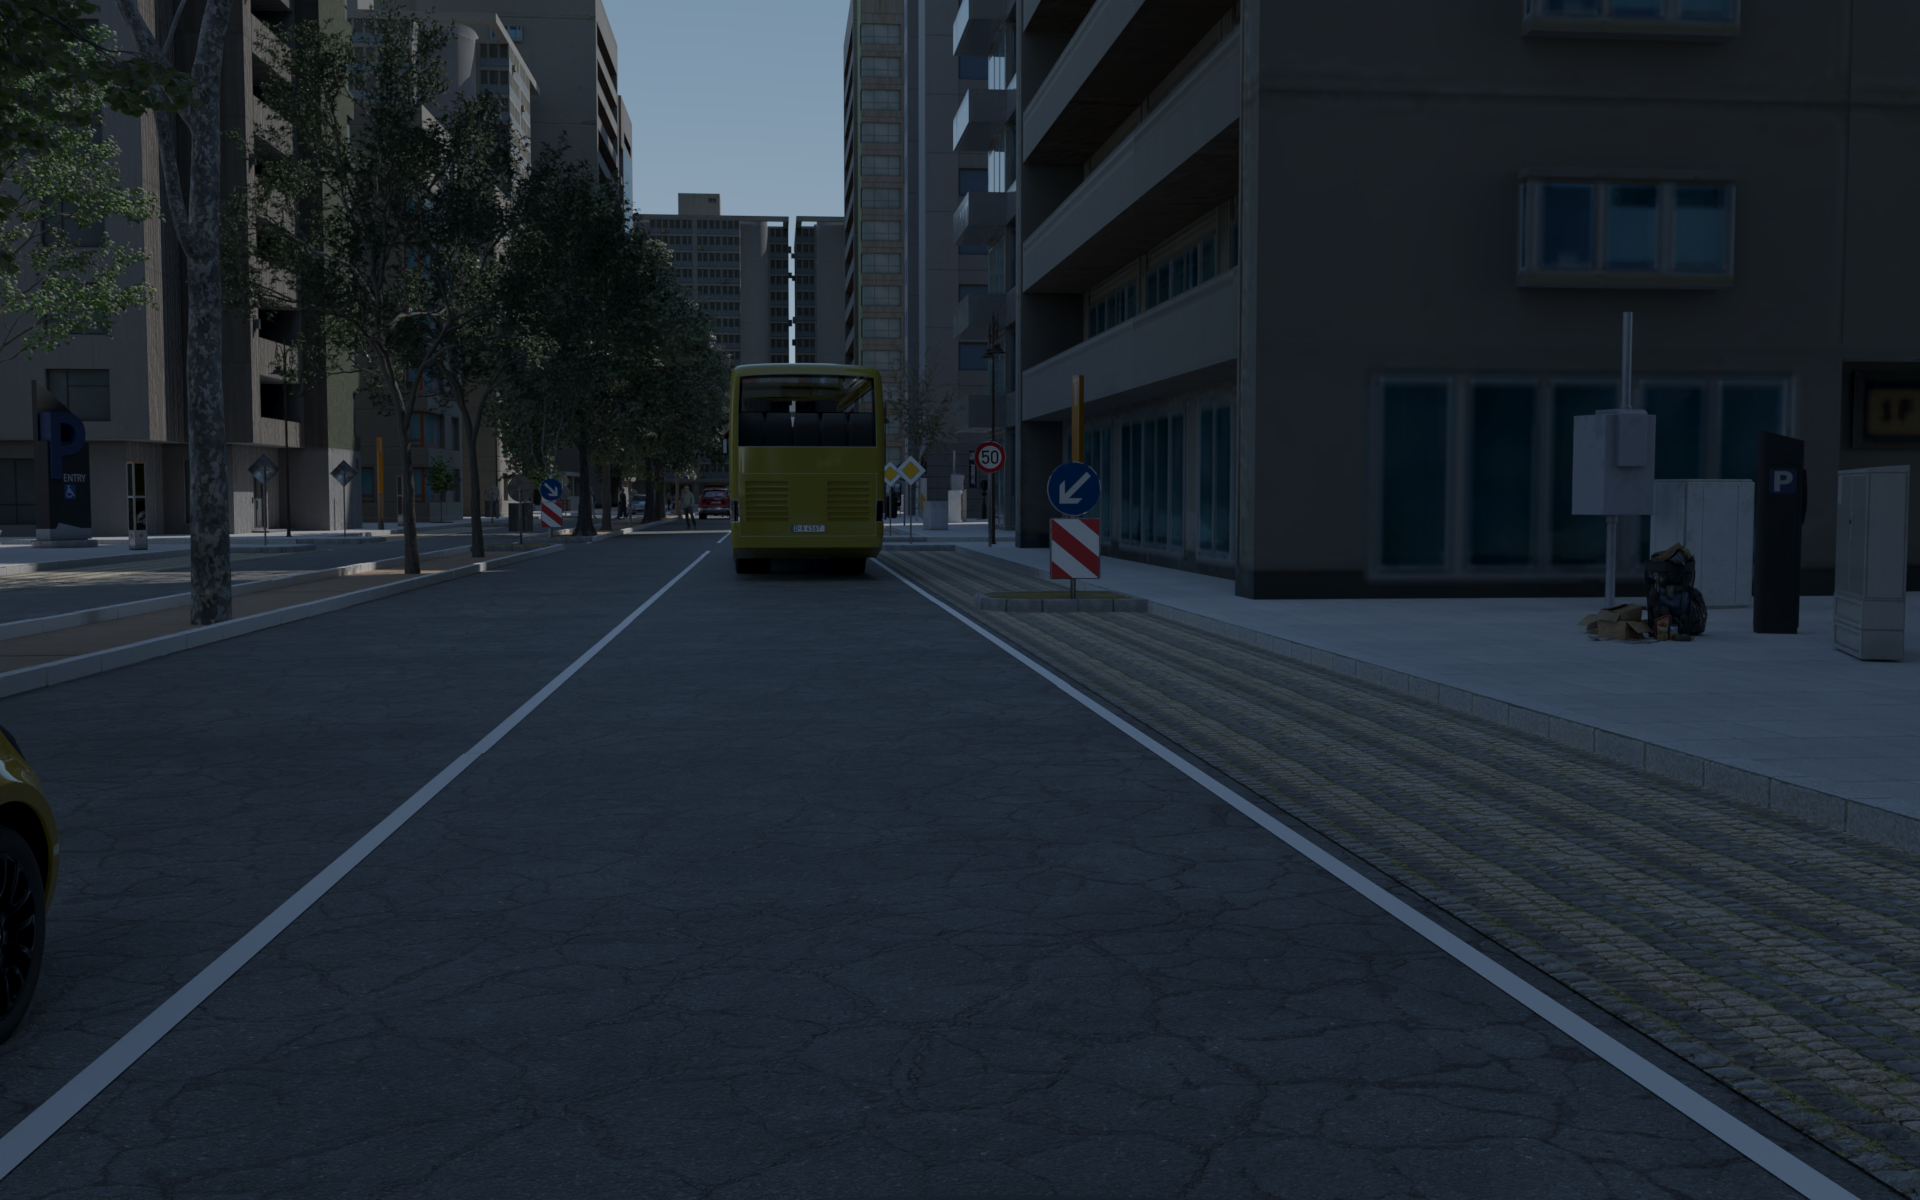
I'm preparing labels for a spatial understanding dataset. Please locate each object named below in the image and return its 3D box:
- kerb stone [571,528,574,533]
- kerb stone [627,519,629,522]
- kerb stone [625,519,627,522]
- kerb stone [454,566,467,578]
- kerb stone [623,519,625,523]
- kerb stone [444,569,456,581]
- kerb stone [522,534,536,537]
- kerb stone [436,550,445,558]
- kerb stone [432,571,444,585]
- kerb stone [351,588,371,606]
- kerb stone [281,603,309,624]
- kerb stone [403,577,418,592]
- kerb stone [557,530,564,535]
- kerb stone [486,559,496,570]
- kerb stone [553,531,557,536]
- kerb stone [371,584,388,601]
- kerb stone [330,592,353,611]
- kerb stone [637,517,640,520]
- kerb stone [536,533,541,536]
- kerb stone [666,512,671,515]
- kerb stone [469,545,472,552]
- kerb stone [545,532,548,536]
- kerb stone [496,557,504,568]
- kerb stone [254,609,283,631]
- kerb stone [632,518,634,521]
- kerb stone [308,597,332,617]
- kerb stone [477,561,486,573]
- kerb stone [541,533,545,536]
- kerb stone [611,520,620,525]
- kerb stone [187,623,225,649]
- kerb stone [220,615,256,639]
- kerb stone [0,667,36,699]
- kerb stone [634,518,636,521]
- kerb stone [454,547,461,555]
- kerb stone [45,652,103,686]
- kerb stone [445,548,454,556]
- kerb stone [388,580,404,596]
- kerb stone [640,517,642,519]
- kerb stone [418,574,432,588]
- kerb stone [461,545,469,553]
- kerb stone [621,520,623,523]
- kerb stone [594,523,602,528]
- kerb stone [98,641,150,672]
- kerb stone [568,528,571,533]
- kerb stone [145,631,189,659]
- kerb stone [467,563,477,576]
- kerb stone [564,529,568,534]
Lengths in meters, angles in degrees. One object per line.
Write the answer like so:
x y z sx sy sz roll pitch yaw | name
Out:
-14.389 -2.534 63.682 0.120 0.150 1.000 0 4 -6 | kerb stone
-16.897 -3.966 87.123 0.120 0.150 1.000 0 4 -6 | kerb stone
-16.783 -3.909 86.107 0.120 0.150 1.000 0 4 -6 | kerb stone
-8.640 -0.457 29.690 0.120 0.150 1.000 0 4 -6 | kerb stone
-16.674 -3.846 85.080 0.120 0.150 1.000 0 4 -6 | kerb stone
-8.543 -0.390 28.672 0.120 0.150 1.000 0 4 -6 | kerb stone
-13.305 -1.914 53.486 0.120 0.150 1.000 0 4 -6 | kerb stone
-11.714 -1.007 38.659 0.120 0.150 1.000 0 4 -6 | kerb stone
-8.432 -0.334 27.656 0.120 0.150 1.000 0 4 -6 | kerb stone
-7.889 -0.023 22.570 0.120 0.150 1.000 0 4 -6 | kerb stone
-7.561 0.164 19.507 0.120 0.150 1.000 0 4 -6 | kerb stone
-8.218 -0.209 25.619 0.120 0.150 1.000 0 4 -6 | kerb stone
-14.064 -2.351 60.626 0.120 0.150 1.000 0 4 -6 | kerb stone
-8.971 -0.645 32.738 0.120 0.150 1.000 0 4 -6 | kerb stone
-13.846 -2.226 58.585 0.120 0.150 1.000 0 4 -6 | kerb stone
-7.993 -0.085 23.587 0.120 0.150 1.000 0 4 -6 | kerb stone
-7.769 0.040 21.551 0.120 0.150 1.000 0 4 -6 | kerb stone
-17.657 -4.408 94.267 0.120 0.150 1.000 0 4 -6 | kerb stone
-13.403 -1.974 54.509 0.120 0.150 1.000 0 4 -6 | kerb stone
-20.925 -6.277 124.832 0.120 0.150 1.000 0 4 -6 | kerb stone
-12.153 -1.257 42.741 0.120 0.150 1.000 0 4 -6 | kerb stone
-13.623 -2.101 56.549 0.120 0.150 1.000 0 4 -6 | kerb stone
-9.084 -0.707 33.754 0.120 0.150 1.000 0 4 -6 | kerb stone
-7.459 0.230 18.488 0.120 0.150 1.000 0 4 -6 | kerb stone
-17.224 -4.153 90.189 0.120 0.150 1.000 0 4 -6 | kerb stone
-7.666 0.104 20.533 0.120 0.150 1.000 0 4 -6 | kerb stone
-8.870 -0.581 31.721 0.120 0.150 1.000 0 4 -6 | kerb stone
-13.519 -2.037 55.525 0.120 0.150 1.000 0 4 -6 | kerb stone
-16.346 -3.655 82.019 0.120 0.150 1.000 0 4 -6 | kerb stone
-7.234 0.354 16.455 0.120 0.150 1.000 0 4 -6 | kerb stone
-7.343 0.289 17.472 0.120 0.150 1.000 0 4 -6 | kerb stone
-6.802 0.602 12.368 0.120 0.150 1.000 0 4 -6 | kerb stone
-17.321 -4.221 91.210 0.120 0.150 1.000 0 4 -6 | kerb stone
-11.936 -1.132 40.708 0.120 0.150 1.000 0 4 -6 | kerb stone
-6.905 0.541 13.400 0.120 0.150 1.000 0 4 -6 | kerb stone
-11.817 -1.066 39.678 0.120 0.150 1.000 0 4 -6 | kerb stone
-8.099 -0.147 24.604 0.120 0.150 1.000 0 4 -6 | kerb stone
-17.760 -4.469 95.286 0.120 0.150 1.000 0 4 -6 | kerb stone
-8.321 -0.272 26.636 0.120 0.150 1.000 0 4 -6 | kerb stone
-12.046 -1.194 41.724 0.120 0.150 1.000 0 4 -6 | kerb stone
-16.568 -3.783 84.064 0.120 0.150 1.000 0 4 -6 | kerb stone
-15.590 -3.220 74.890 0.120 0.150 1.000 0 4 -6 | kerb stone
-7.012 0.480 14.416 0.120 0.150 1.000 0 4 -6 | kerb stone
-14.281 -2.475 62.665 0.120 0.150 1.000 0 4 -6 | kerb stone
-7.127 0.418 15.432 0.120 0.150 1.000 0 4 -6 | kerb stone
-8.751 -0.520 30.706 0.120 0.150 1.000 0 4 -6 | kerb stone
-14.169 -2.410 61.643 0.120 0.150 1.000 0 4 -6 | kerb stone
